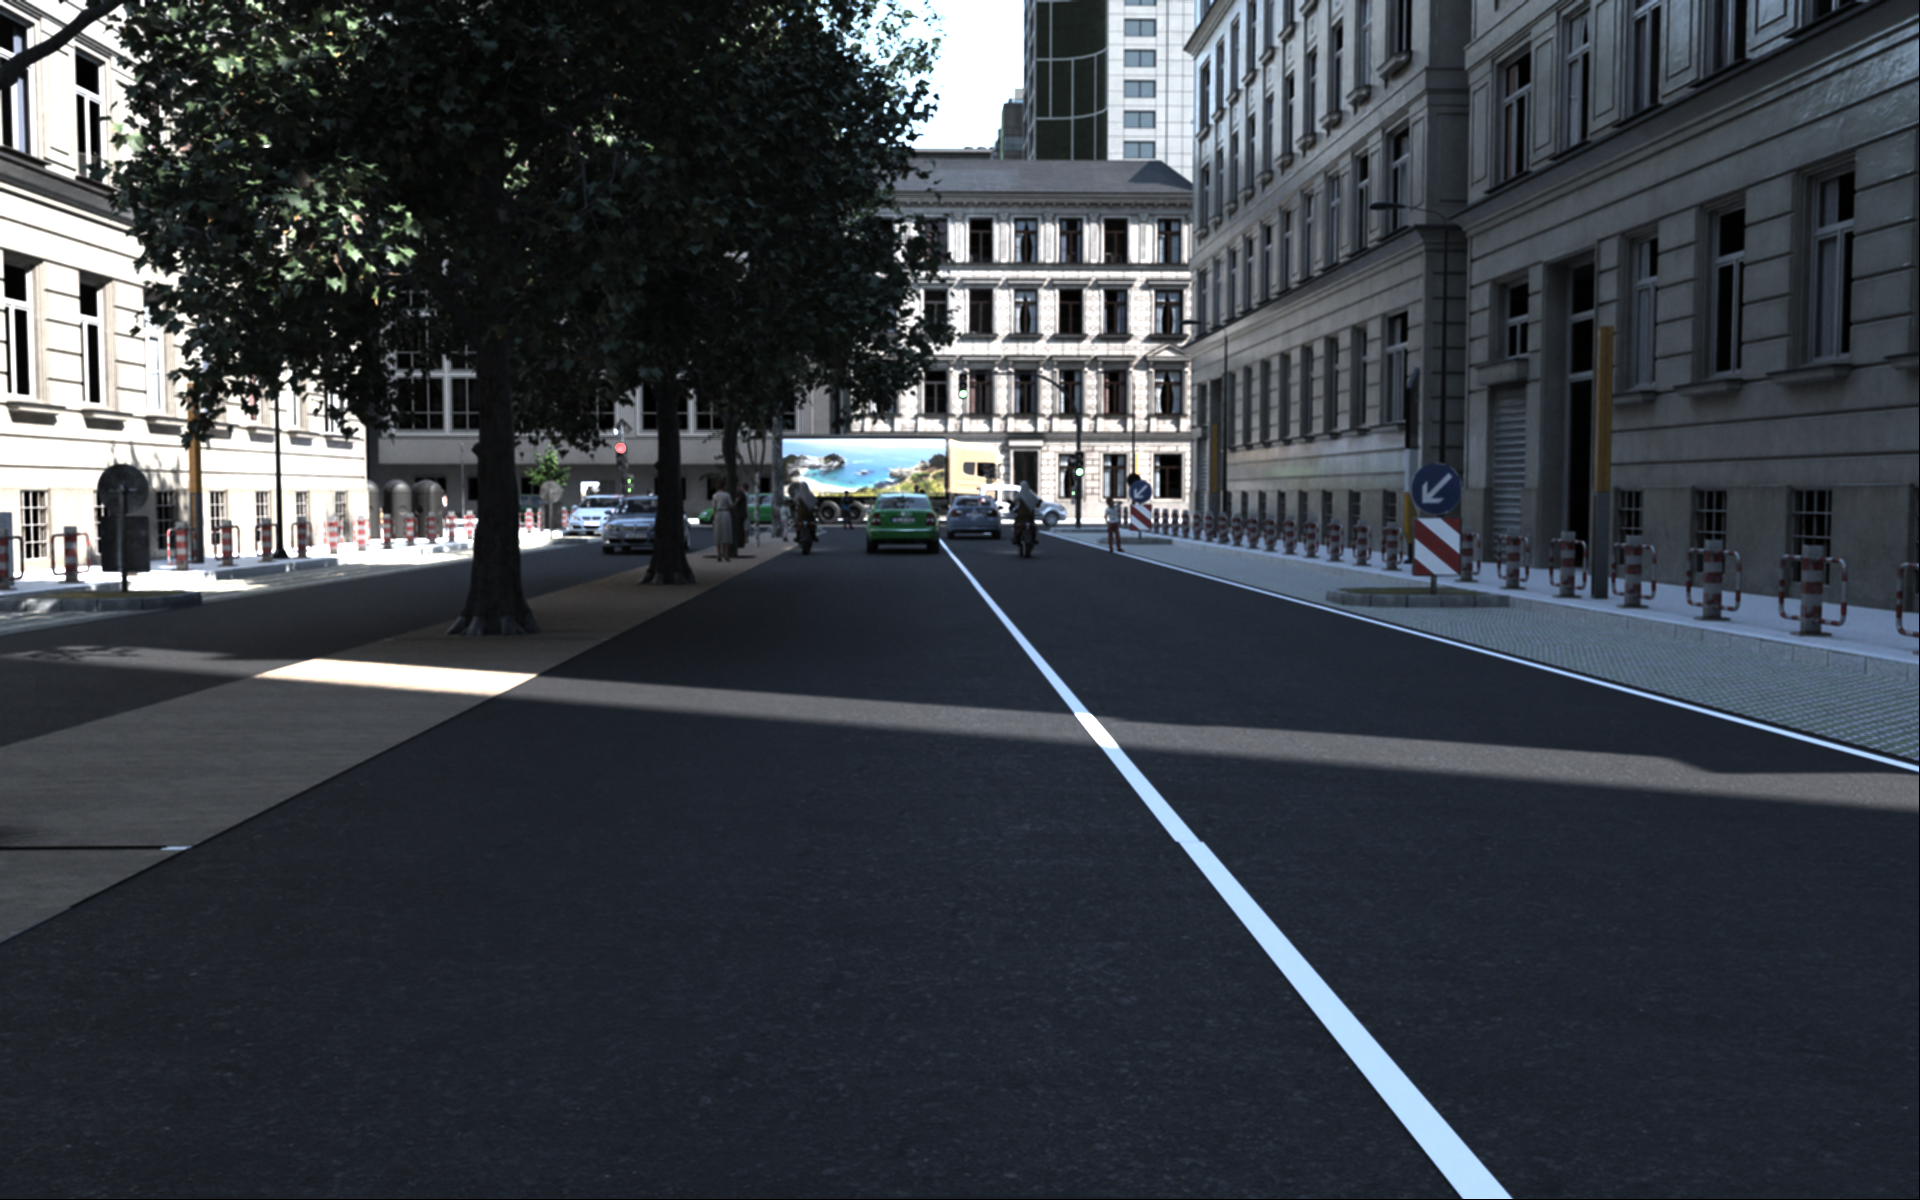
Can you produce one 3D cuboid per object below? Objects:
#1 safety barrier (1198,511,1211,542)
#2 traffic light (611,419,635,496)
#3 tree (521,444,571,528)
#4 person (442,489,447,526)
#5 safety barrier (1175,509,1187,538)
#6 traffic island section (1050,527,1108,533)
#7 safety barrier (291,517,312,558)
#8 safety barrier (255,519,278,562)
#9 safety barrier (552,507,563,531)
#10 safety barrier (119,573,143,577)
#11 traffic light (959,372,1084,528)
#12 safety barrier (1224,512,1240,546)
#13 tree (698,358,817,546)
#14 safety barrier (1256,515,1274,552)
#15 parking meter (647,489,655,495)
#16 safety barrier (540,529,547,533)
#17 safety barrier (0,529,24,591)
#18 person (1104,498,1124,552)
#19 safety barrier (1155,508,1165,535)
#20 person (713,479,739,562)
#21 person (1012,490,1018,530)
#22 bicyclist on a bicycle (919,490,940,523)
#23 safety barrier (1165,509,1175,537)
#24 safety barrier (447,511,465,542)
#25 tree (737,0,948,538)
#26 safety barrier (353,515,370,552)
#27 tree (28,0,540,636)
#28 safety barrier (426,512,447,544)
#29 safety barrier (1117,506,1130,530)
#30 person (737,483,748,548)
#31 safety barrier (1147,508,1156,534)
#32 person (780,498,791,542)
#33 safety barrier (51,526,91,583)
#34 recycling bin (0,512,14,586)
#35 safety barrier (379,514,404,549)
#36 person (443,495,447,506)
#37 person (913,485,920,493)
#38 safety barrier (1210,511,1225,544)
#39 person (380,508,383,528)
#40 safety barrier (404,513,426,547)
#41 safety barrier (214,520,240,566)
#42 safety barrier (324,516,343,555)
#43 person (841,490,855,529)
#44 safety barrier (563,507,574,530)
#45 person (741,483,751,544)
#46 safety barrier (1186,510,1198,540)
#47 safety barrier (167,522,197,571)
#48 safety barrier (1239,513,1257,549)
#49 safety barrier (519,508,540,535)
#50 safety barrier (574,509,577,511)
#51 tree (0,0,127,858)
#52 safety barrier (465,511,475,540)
[{"bbox_3d":[6.678,-1.964,46.381,0.300,0.817,1.120,0,4,-2],"label":"safety barrier"},{"bbox_3d":[-12.536,-4.617,64.407,0.839,4.253,0.868,0,4,-2],"label":"traffic light"},{"bbox_3d":[-15.365,-4.314,65.139,1.663,3.219,1.824,0,3,0],"label":"tree"},{"bbox_3d":[-22.952,-4.071,76.525,0.593,1.643,0.415,0,4,-3],"label":"person"},{"bbox_3d":[6.545,-2.201,50.261,0.300,0.817,1.120,0,4,-2],"label":"safety barrier"},{"bbox_3d":[4.455,-2.619,65.108,2.009,0.180,2.903,0,4,-2],"label":"traffic island section"},{"bbox_3d":[-13.160,-1.245,34.632,0.300,0.817,1.120,0,4,-2],"label":"safety barrier"},{"bbox_3d":[-13.094,-1.128,32.716,0.300,0.817,1.120,0,4,-2],"label":"safety barrier"},{"bbox_3d":[-14.004,-2.774,59.627,0.300,0.817,1.120,0,4,-2],"label":"safety barrier"},{"bbox_3d":[-12.900,-0.774,26.932,0.300,0.817,1.120,0,4,-2],"label":"safety barrier"},{"bbox_3d":[2.327,-5.512,64.781,4.771,5.953,1.251,0,4,-2],"label":"traffic light"},{"bbox_3d":[6.813,-1.729,42.548,0.300,0.817,1.120,0,4,-2],"label":"safety barrier"},{"bbox_3d":[-5.560,-5.772,47.193,4.360,8.622,3.978,0,3,0],"label":"tree"},{"bbox_3d":[6.934,-1.494,38.701,0.300,0.817,1.120,0,4,-2],"label":"safety barrier"},{"bbox_3d":[-15.421,-4.775,86.490,0.372,1.533,0.369,0,3,0],"label":"parking meter"},{"bbox_3d":[-13.942,-2.657,57.710,0.300,0.817,1.120,0,4,-2],"label":"safety barrier"},{"bbox_3d":[-12.774,-0.539,23.083,0.300,0.817,1.120,0,4,-2],"label":"safety barrier"},{"bbox_3d":[3.835,-1.868,42.952,0.435,1.345,0.340,-2,4,-27],"label":"person"},{"bbox_3d":[6.415,-2.436,54.097,0.300,0.817,1.120,0,4,-2],"label":"safety barrier"},{"bbox_3d":[-4.958,-1.685,36.615,0.480,1.755,0.524,1,4,18],"label":"person"},{"bbox_3d":[2.254,-3.625,69.584,0.330,1.601,0.589,-1,4,-18],"label":"person"},{"bbox_3d":[-1.620,-3.779,71.814,1.625,1.676,1.499,0,4,-4],"label":"bicyclist on a bicycle"},{"bbox_3d":[6.482,-2.318,52.181,0.300,0.817,1.120,0,4,-2],"label":"safety barrier"},{"bbox_3d":[-13.548,-1.950,46.150,0.300,0.817,1.120,0,4,-2],"label":"safety barrier"},{"bbox_3d":[-7.212,-12.148,56.962,12.611,20.169,13.585,0,3,0],"label":"tree"},{"bbox_3d":[-13.291,-1.480,38.475,0.300,0.817,1.120,0,4,-2],"label":"safety barrier"},{"bbox_3d":[-4.768,-6.001,17.585,9.611,12.733,9.660,0,3,0],"label":"tree"},{"bbox_3d":[-13.482,-1.832,44.234,0.300,0.817,1.120,0,4,-2],"label":"safety barrier"},{"bbox_3d":[6.093,-3.022,63.687,0.300,0.817,1.120,0,4,-2],"label":"safety barrier"},{"bbox_3d":[-5.928,-2.247,45.929,0.600,1.739,0.565,-3,4,-38],"label":"person"},{"bbox_3d":[6.352,-2.553,56.012,0.300,0.817,1.120,0,4,-2],"label":"safety barrier"},{"bbox_3d":[-5.215,-2.395,51.944,0.425,1.301,0.394,2,4,28],"label":"person"},{"bbox_3d":[-12.839,-0.657,25.017,0.300,0.817,1.120,0,4,-2],"label":"safety barrier"},{"bbox_3d":[-13.770,-0.714,24.226,0.722,1.027,0.722,2,4,35],"label":"recycling bin"},{"bbox_3d":[-13.356,-1.597,40.390,0.300,0.817,1.120,0,4,-2],"label":"safety barrier"},{"bbox_3d":[-21.709,-3.710,72.342,0.628,1.438,0.799,-1,4,-22],"label":"person"},{"bbox_3d":[-1.532,-3.262,62.257,0.576,1.772,0.534,-1,4,-15],"label":"person"},{"bbox_3d":[6.745,-1.846,44.464,0.300,0.817,1.120,0,4,-2],"label":"safety barrier"},{"bbox_3d":[-24.614,-3.491,73.497,0.347,0.859,0.695,-1,4,-21],"label":"person"},{"bbox_3d":[-13.421,-1.714,42.306,0.300,0.817,1.120,0,4,-2],"label":"safety barrier"},{"bbox_3d":[-13.032,-1.011,30.801,0.300,0.817,1.120,0,4,-2],"label":"safety barrier"},{"bbox_3d":[-13.221,-1.362,36.548,0.300,0.817,1.120,0,4,-2],"label":"safety barrier"},{"bbox_3d":[-4.574,-3.705,70.950,0.647,1.594,0.662,1,4,17],"label":"person"},{"bbox_3d":[-14.069,-2.891,61.543,0.300,0.817,1.120,0,4,-2],"label":"safety barrier"},{"bbox_3d":[-6.228,-2.470,49.461,0.524,1.755,0.480,0,4,3],"label":"person"},{"bbox_3d":[6.616,-2.082,48.318,0.300,0.817,1.120,0,4,-2],"label":"safety barrier"},{"bbox_3d":[-12.966,-0.892,28.862,0.300,0.817,1.120,0,4,-2],"label":"safety barrier"},{"bbox_3d":[6.876,-1.612,40.625,0.300,0.817,1.120,0,4,-2],"label":"safety barrier"},{"bbox_3d":[-13.873,-2.538,55.777,0.300,0.817,1.120,0,4,-2],"label":"safety barrier"},{"bbox_3d":[-14.135,-3.009,63.467,0.300,0.817,1.120,0,4,-2],"label":"safety barrier"},{"bbox_3d":[-4.184,-4.795,6.607,9.928,11.665,9.643,0,3,0],"label":"tree"},{"bbox_3d":[-13.612,-2.069,48.096,0.300,0.817,1.120,0,4,-2],"label":"safety barrier"}]
